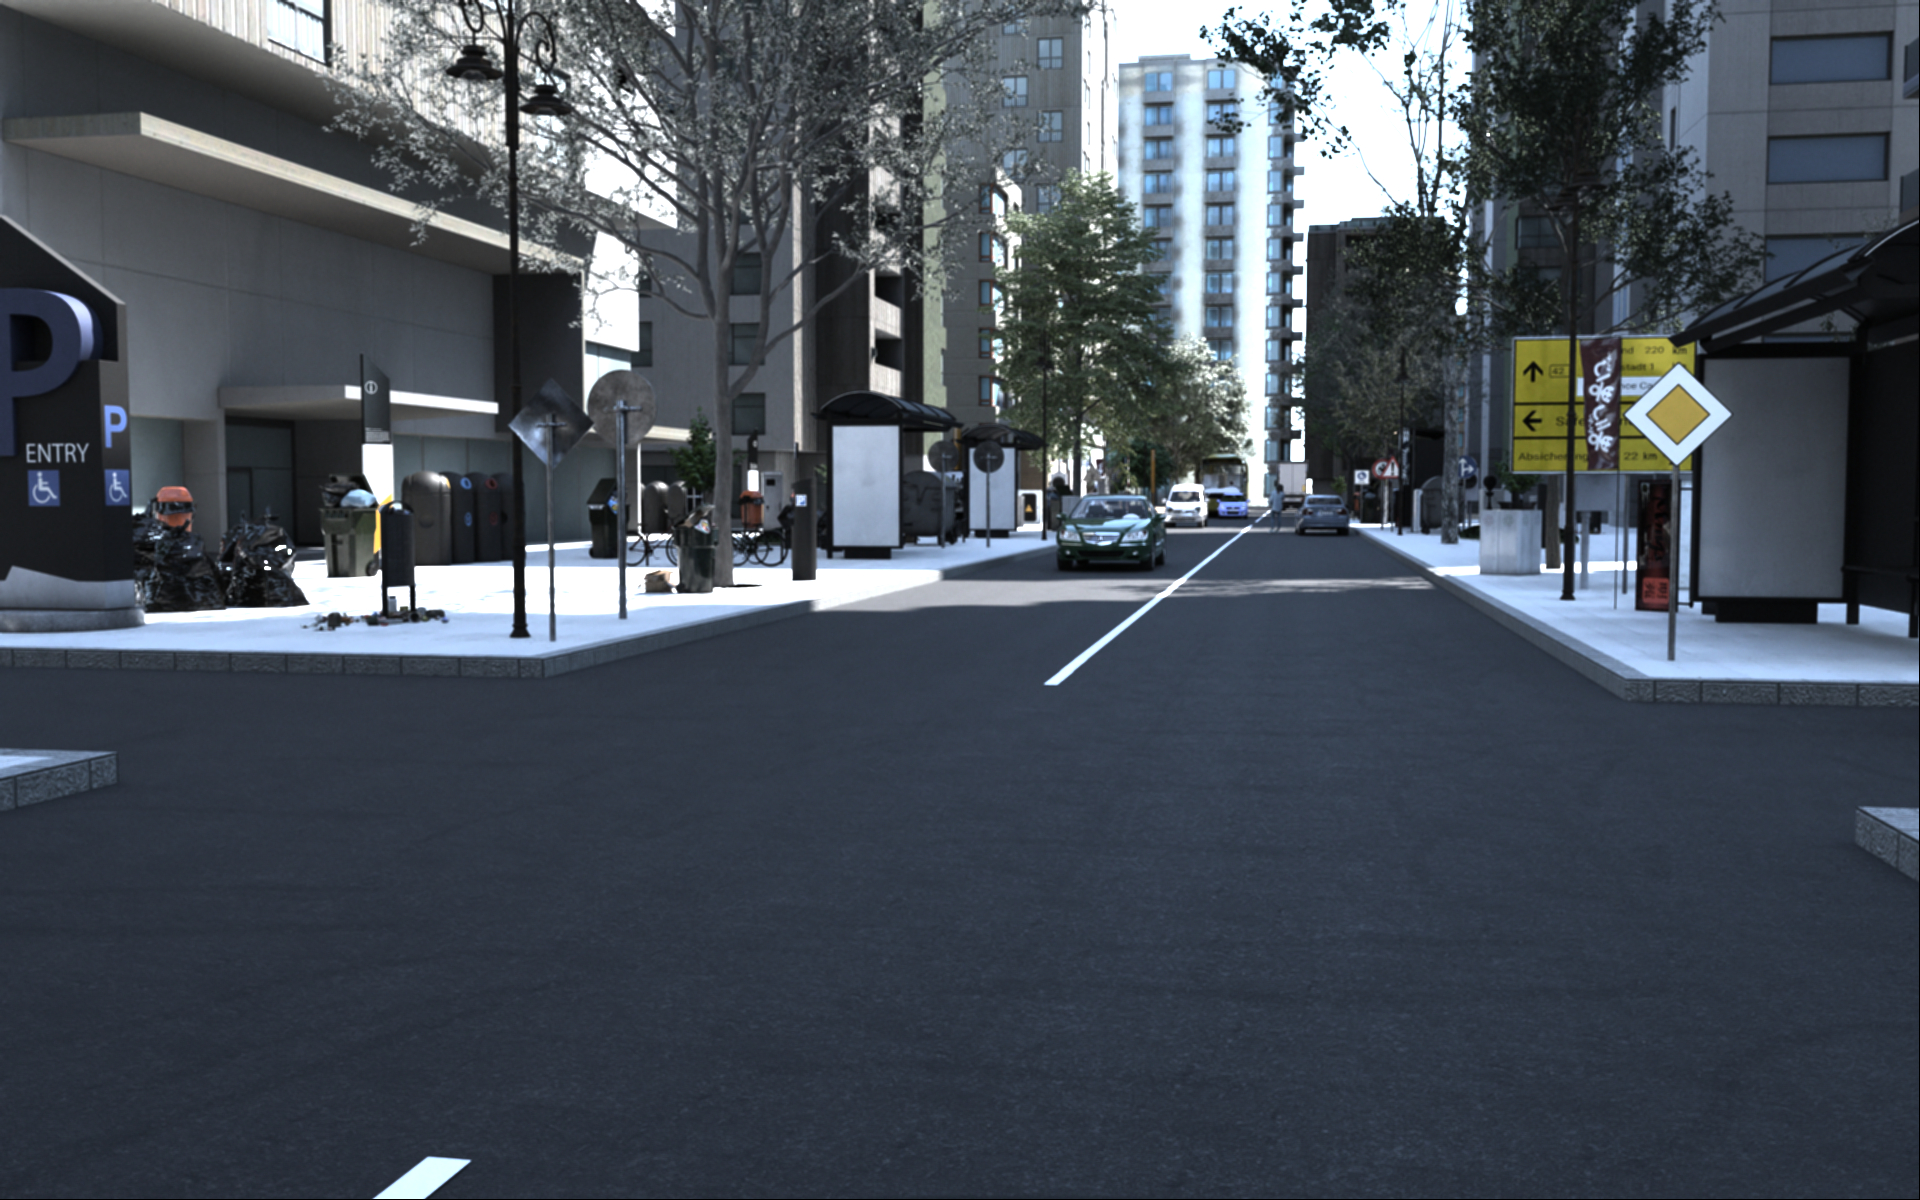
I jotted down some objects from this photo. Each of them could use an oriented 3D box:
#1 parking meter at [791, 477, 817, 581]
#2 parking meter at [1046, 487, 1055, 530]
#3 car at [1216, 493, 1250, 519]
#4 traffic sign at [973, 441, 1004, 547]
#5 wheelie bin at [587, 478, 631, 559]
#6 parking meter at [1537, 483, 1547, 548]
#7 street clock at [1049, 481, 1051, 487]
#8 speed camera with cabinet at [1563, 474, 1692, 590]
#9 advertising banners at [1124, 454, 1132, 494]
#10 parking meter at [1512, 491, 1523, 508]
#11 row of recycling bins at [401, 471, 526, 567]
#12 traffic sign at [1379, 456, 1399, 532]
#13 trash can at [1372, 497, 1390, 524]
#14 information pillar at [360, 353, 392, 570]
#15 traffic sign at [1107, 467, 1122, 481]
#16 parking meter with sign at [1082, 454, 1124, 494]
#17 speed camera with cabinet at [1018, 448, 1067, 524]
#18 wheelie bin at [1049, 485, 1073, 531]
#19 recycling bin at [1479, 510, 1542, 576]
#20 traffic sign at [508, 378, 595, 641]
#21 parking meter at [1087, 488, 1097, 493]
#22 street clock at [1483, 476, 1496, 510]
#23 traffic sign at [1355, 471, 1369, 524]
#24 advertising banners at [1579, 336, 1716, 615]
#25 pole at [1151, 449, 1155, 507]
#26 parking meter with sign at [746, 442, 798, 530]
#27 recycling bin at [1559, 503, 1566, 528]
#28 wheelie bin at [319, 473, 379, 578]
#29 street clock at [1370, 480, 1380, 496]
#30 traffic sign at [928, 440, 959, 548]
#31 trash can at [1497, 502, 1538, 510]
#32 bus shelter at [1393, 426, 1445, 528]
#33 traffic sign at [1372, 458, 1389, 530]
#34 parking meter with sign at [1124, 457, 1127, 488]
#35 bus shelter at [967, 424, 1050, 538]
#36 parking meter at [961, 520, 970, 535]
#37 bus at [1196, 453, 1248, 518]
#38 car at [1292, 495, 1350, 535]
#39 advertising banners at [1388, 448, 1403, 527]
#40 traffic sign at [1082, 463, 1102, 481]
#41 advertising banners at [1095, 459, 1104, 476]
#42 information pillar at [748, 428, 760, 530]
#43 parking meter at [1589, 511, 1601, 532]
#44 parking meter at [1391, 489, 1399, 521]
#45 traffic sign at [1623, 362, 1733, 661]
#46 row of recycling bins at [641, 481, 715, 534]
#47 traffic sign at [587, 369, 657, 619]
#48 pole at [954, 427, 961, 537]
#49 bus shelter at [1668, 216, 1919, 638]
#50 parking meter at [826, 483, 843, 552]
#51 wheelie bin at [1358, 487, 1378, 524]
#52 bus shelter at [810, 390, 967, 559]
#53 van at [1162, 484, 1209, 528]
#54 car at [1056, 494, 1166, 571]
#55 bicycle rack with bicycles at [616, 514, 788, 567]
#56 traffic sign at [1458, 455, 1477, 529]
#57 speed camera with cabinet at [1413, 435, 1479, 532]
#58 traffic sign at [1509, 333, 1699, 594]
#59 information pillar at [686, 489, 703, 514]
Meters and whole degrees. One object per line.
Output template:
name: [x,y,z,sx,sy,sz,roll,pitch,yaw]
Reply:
parking meter: [-2.309,-1.053,25.632,0.372,1.533,0.369,0,3,0]
parking meter: [3.243,-3.236,61.325,0.372,1.533,0.369,0,3,0]
car: [15.856,-5.558,100.457,1.945,1.707,3.694,1,4,9]
traffic sign: [0.678,-2.538,41.603,0.768,2.556,0.104,1,4,16]
wheelie bin: [-7.017,-1.634,34.631,0.693,1.594,0.980,-3,5,-45]
parking meter: [13.842,-1.991,40.966,0.372,1.533,0.369,0,3,0]
street clock: [4.619,-4.918,84.985,0.471,2.002,0.358,1,4,21]
speed camera with cabinet: [9.251,-1.774,23.337,2.038,3.252,0.660,0,4,5]
advertising banners: [7.145,-4.765,74.094,0.090,3.025,2.074,1,4,10]
parking meter: [19.133,-3.124,59.485,0.372,1.533,0.369,0,3,0]
row of recycling bins: [-9.247,-1.539,32.278,1.069,1.692,3.534,1,4,15]
traffic sign: [14.561,-3.566,58.316,0.884,2.594,0.081,1,4,20]
trash can: [17.913,-3.796,73.710,0.748,1.137,0.748,0,3,0]
information pillar: [-9.790,-2.305,29.040,0.183,3.616,0.504,3,5,45]
traffic sign: [7.189,-4.948,81.009,0.768,2.556,0.104,1,4,17]
parking meter with sign: [6.143,-4.817,75.018,1.738,3.016,0.543,-2,4,-34]
speed camera with cabinet: [3.495,-4.825,73.220,2.038,3.252,0.660,0,4,7]
wheelie bin: [3.484,-3.172,59.775,0.980,1.594,0.693,-3,4,-36]
recycling bin: [8.797,-0.925,27.676,0.722,1.027,0.722,-3,5,-42]
traffic sign: [-3.547,-0.697,15.031,0.795,2.450,0.064,1,4,11]
parking meter: [5.071,-3.550,66.445,0.372,1.533,0.369,0,3,0]
street clock: [21.106,-3.942,69.029,0.471,2.002,0.358,-2,4,-24]
traffic sign: [17.169,-4.398,74.043,0.606,2.300,0.079,1,4,15]
advertising banners: [7.626,-1.384,18.809,0.090,3.025,2.074,-3,4,-38]
pole: [8.787,-5.202,78.892,0.158,3.312,0.155,0,3,0]
parking meter with sign: [-6.321,-3.793,58.274,1.738,3.016,0.543,-1,4,-9]
recycling bin: [17.478,-2.343,50.863,0.722,1.027,0.722,0,4,-7]
wheelie bin: [-9.386,-1.146,26.648,0.980,1.594,0.693,1,4,19]
street clock: [20.706,-5.007,86.439,0.358,2.002,0.471,-1,4,-23]
traffic sign: [-0.401,-2.506,41.080,0.768,2.556,0.104,1,4,12]
trash can: [10.424,-1.270,32.412,0.748,1.137,0.748,0,3,0]
bus shelter: [16.655,-4.350,62.404,1.731,3.624,6.357,1,4,11]
traffic sign: [15.088,-3.775,61.827,0.768,2.556,0.104,1,4,12]
parking meter with sign: [7.003,-5.265,82.348,1.738,3.016,0.543,1,4,15]
bus shelter: [1.357,-3.599,52.774,2.014,3.302,5.546,1,4,11]
parking meter: [0.133,-2.845,54.924,0.372,1.533,0.369,0,3,0]
bus: [16.614,-7.154,108.518,2.896,3.916,12.252,1,4,11]
car: [12.817,-3.020,61.386,2.014,1.417,4.499,1,4,9]
advertising banners: [17.022,-4.343,67.197,0.090,3.025,2.074,3,4,38]
traffic sign: [5.547,-4.450,72.760,0.884,2.594,0.081,1,4,19]
advertising banners: [7.527,-5.435,85.046,2.074,3.025,0.090,3,4,36]
information pillar: [-7.353,-4.293,61.551,0.183,3.616,0.504,2,4,31]
parking meter: [21.053,-2.996,57.390,0.372,1.533,0.369,0,3,0]
parking meter: [20.093,-4.374,79.919,0.372,1.533,0.369,0,3,0]
traffic sign: [5.481,-0.590,13.290,0.795,2.450,0.064,1,4,11]
row of recycling bins: [-9.368,-2.994,56.072,3.534,1.692,1.069,1,4,22]
traffic sign: [-3.467,-1.078,17.736,0.768,2.556,0.104,1,4,12]
pole: [-0.073,-3.526,51.492,0.158,3.312,0.155,0,3,0]
bus shelter: [7.626,-1.269,14.676,2.014,3.302,5.546,1,4,11]
parking meter: [-2.794,-1.846,38.595,0.372,1.533,0.369,0,3,0]
wheelie bin: [17.711,-4.113,75.152,0.693,1.594,0.980,-2,4,-24]
bus shelter: [-1.413,-2.605,36.513,2.014,3.302,5.546,1,4,11]
van: [9.753,-4.130,74.535,2.013,2.044,4.112,1,4,12]
car: [3.027,-1.361,34.056,2.131,1.459,4.920,1,4,11]
bicycle rack with bicycles: [-4.342,-1.091,31.218,2.925,0.926,2.852,2,4,25]
traffic sign: [16.664,-3.494,57.234,0.768,2.556,0.104,1,4,18]
speed camera with cabinet: [16.278,-3.893,57.991,2.038,3.252,0.660,0,4,4]
traffic sign: [8.231,-1.734,22.227,2.265,3.308,0.079,1,4,12]
information pillar: [-6.808,-2.442,44.422,0.304,2.012,0.304,3,5,39]
